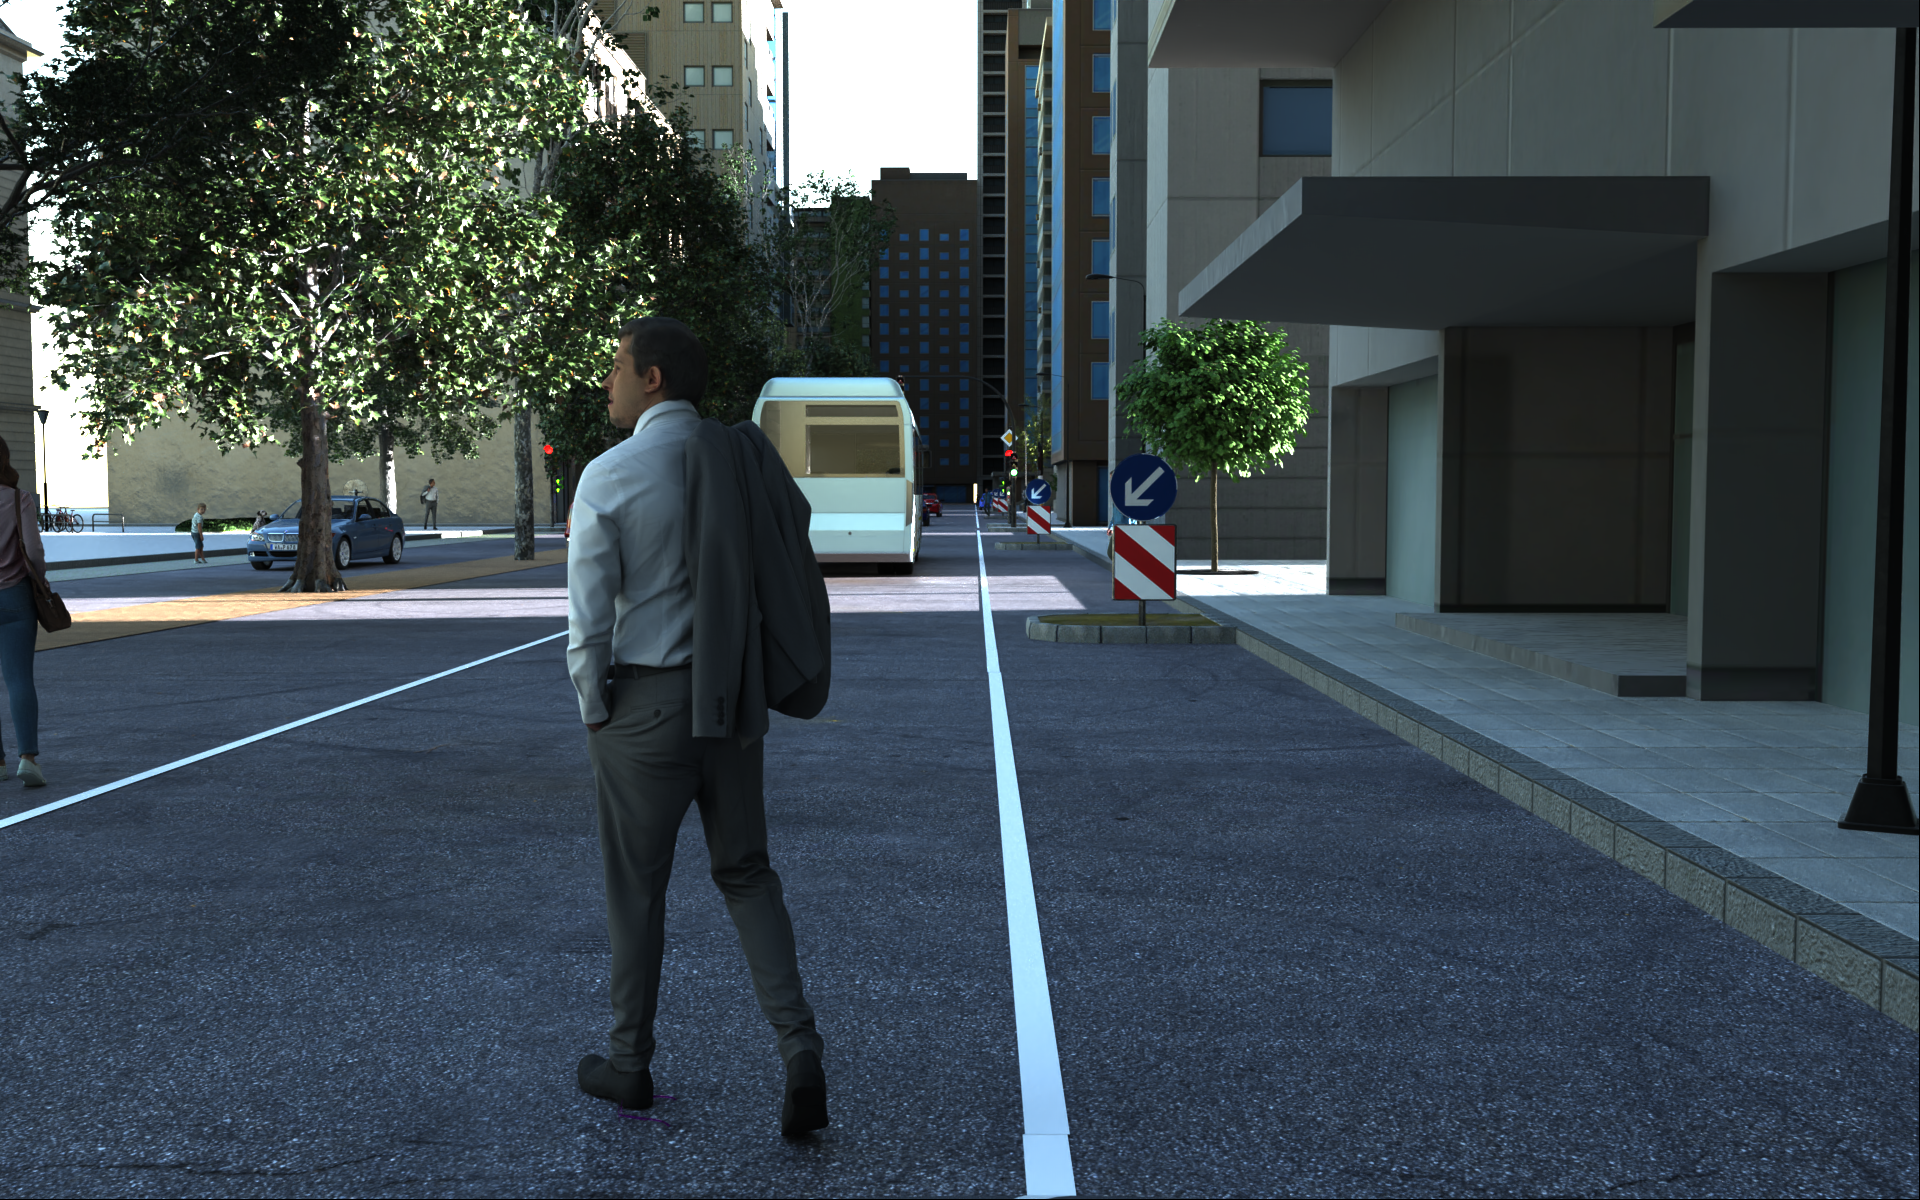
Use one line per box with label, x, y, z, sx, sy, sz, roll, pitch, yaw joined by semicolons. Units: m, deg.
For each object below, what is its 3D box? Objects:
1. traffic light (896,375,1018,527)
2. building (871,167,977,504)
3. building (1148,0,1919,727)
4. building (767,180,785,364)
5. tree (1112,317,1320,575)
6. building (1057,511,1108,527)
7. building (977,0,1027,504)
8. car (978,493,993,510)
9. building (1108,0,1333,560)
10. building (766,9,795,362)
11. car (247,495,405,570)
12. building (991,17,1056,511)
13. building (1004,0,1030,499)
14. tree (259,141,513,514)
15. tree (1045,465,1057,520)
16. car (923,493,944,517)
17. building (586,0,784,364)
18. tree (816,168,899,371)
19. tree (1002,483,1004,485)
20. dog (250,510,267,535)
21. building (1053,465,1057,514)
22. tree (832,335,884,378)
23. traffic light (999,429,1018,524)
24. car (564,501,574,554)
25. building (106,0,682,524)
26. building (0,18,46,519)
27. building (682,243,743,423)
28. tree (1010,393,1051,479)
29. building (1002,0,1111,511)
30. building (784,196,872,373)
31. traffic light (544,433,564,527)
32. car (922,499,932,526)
traffic light;-0.053;-5.613;66.445;4.771;5.953;1.251;0;4;0
building;-4.755;-36.080;240.022;14.200;45.320;14.600;0;4;0
building;15.654;-25.626;8.232;28.713;52.752;27.495;0;4;0
building;-32.663;-30.414;189.149;32.217;40.220;23.993;0;4;0
tree;4.132;-2.714;28.093;4.285;4.588;4.351;0;3;0
building;11.459;-26.137;77.456;14.200;45.320;14.600;0;4;0
building;12.675;-49.164;242.084;20.611;71.187;20.563;0;4;0
car;2.583;-8.884;154.849;1.945;1.707;3.694;0;4;-1
building;14.602;-30.819;45.894;21.231;58.520;28.212;0;4;0
building;-32.772;-55.097;213.511;31.000;86.520;22.319;0;4;0
car;-12.461;-1.365;34.318;2.014;1.417;4.499;0;4;2
building;18.673;-27.236;137.189;32.217;40.220;23.993;0;4;0
building;16.362;-53.888;193.743;22.319;86.520;31.000;0;4;0
tree;-18.874;-9.156;56.362;9.857;13.997;8.962;0;3;0
tree;5.381;-5.682;87.506;1.663;3.219;1.824;0;3;0
car;-2.077;-6.127;109.220;2.155;1.783;4.494;0;4;2
building;-32.027;-35.088;162.920;28.713;52.752;27.495;0;4;0
tree;-9.998;-14.401;93.795;12.611;20.169;13.585;0;3;0
tree;5.411;-13.416;213.957;1.663;3.219;1.824;0;3;0
dog;-20.349;-2.198;50.315;0.513;0.831;0.800;-1;4;-15
building;20.097;-15.800;103.366;27.650;21.520;28.899;0;4;0
tree;-8.863;-12.477;123.468;9.611;12.733;9.660;0;3;0
traffic light;2.105;-5.238;74.554;0.839;4.253;0.868;0;4;0
car;-6.142;-1.524;33.593;2.281;1.827;5.304;0;4;2
building;-27.005;-17.512;90.843;19.350;26.468;34.151;0;4;0
building;-58.080;-17.963;81.077;23.554;28.519;14.401;0;4;0
building;-24.350;-18.612;123.370;14.314;24.678;30.058;0;4;0
tree;5.520;-10.571;123.190;4.737;8.622;4.395;0;3;0
building;11.135;-31.090;158.425;14.600;45.320;14.200;0;4;0
building;-18.900;-34.029;239.965;14.086;41.232;14.154;0;4;0
traffic light;-15.721;-4.757;66.699;0.839;4.253;0.868;0;4;0
car;-2.243;-4.019;78.289;1.945;1.354;3.894;0;4;0
